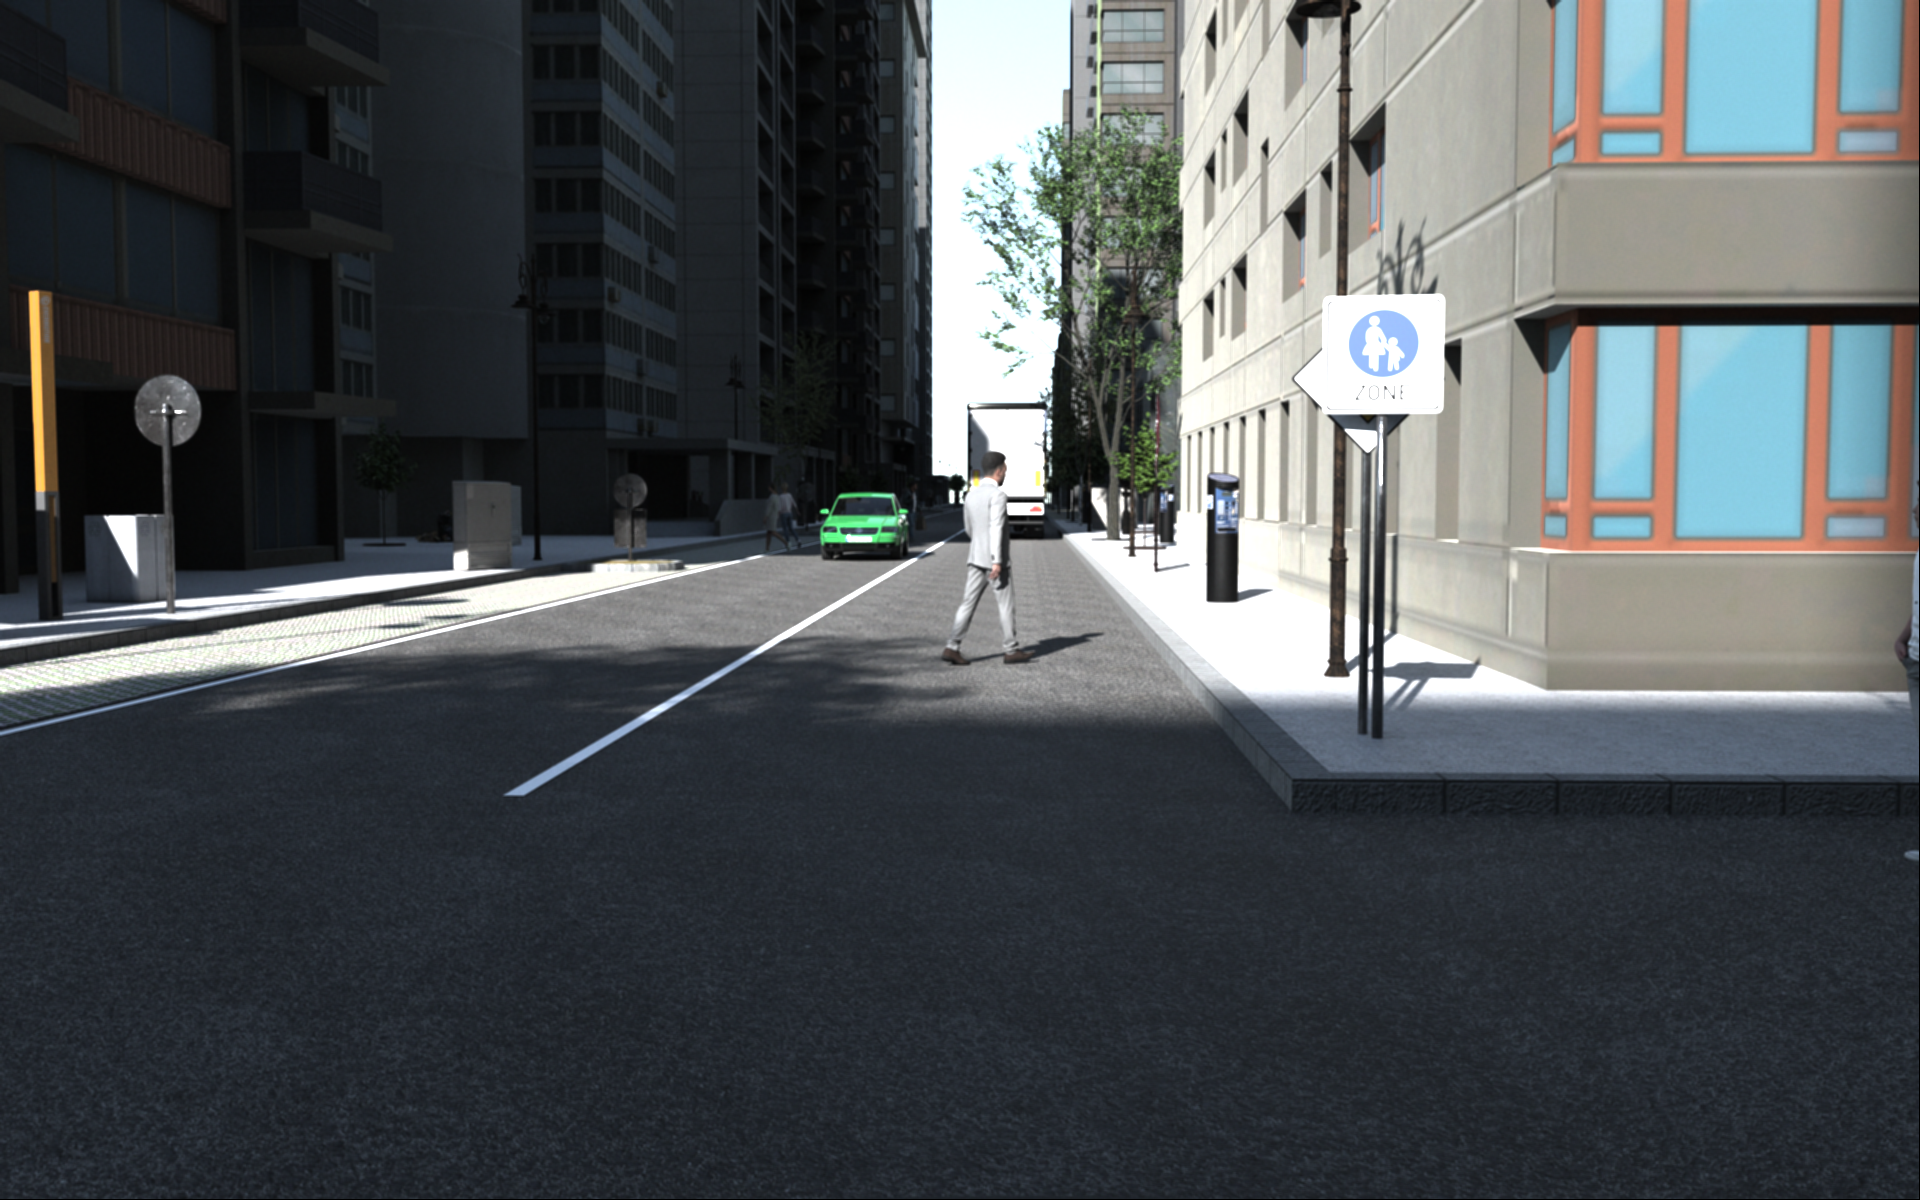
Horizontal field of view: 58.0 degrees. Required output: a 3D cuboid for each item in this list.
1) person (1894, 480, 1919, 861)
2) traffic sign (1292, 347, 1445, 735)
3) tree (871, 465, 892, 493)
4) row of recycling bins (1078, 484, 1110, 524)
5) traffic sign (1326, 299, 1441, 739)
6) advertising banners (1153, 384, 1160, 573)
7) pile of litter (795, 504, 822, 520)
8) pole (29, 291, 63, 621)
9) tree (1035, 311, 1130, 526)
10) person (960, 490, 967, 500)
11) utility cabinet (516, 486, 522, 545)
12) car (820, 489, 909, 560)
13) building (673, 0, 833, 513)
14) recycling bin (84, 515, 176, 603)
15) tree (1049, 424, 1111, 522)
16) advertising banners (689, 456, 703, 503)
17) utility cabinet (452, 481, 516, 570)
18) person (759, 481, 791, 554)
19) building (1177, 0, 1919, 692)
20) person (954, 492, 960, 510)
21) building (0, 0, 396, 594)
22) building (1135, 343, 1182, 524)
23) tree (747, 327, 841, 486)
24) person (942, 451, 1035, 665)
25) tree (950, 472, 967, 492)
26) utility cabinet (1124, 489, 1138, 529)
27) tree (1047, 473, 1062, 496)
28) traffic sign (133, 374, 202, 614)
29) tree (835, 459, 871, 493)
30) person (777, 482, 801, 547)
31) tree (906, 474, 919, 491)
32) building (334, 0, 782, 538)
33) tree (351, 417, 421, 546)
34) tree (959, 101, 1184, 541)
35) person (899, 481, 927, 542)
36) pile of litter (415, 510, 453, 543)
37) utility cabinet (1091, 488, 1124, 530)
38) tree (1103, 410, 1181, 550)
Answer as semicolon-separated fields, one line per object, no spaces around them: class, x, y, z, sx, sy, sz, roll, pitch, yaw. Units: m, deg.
person;3.821;0.273;6.641;0.523;1.515;0.503;-2;4;-34
traffic sign;2.150;-0.340;9.195;0.795;2.450;0.064;0;4;2
tree;-5.234;-7.275;113.540;1.663;3.219;1.824;0;3;0
row of recycling bins;5.974;-4.151;74.977;1.069;1.692;3.534;-1;4;-12
traffic sign;2.192;-0.422;9.033;0.606;2.300;0.079;1;4;10
advertising banners;3.248;-1.984;28.618;0.090;3.025;2.074;0;4;6
pile of litter;-7.240;-4.305;84.345;1.719;0.858;1.176;2;4;26
pole;-9.252;-1.449;17.529;0.158;3.312;0.155;0;3;0
tree;4.909;-7.346;70.463;4.737;8.622;4.395;0;3;0
person;0.611;-8.094;140.858;1.348;1.821;0.705;-1;4;-10
utility cabinet;-11.300;-2.087;42.802;0.318;1.500;1.173;1;4;21
car;-2.115;-1.849;39.035;1.959;1.807;4.718;0;4;1
building;-15.022;-43.158;143.892;20.563;71.187;20.611;0;4;2
recycling bin;-9.951;-0.503;20.772;0.722;1.027;0.722;1;4;14
tree;5.563;-5.861;79.536;4.285;4.588;4.351;0;3;0
advertising banners;-11.713;-4.900;76.310;0.090;3.025;2.074;1;4;11
utility cabinet;-8.080;-1.265;29.355;0.318;1.500;1.173;1;4;23
person;-4.404;-1.950;41.137;0.760;1.731;0.466;-1;4;-23
building;18.787;-10.940;23.904;28.899;21.520;27.650;0;4;2
person;-0.313;-9.069;158.250;0.593;1.643;0.415;-2;4;-31
building;-21.726;-22.586;23.912;22.147;44.769;28.867;0;4;2
building;19.130;-46.101;66.425;22.319;86.520;31.000;0;4;2
tree;-7.000;-7.655;75.518;4.737;8.622;4.395;0;3;0
person;0.226;-0.353;14.552;0.850;1.792;0.678;-2;4;-35
tree;-0.436;-15.968;244.792;4.285;4.588;4.351;0;3;0
utility cabinet;5.936;-3.364;63.688;1.173;1.500;0.318;2;4;27
tree;8.293;-9.828;155.288;1.663;3.219;1.824;0;3;0
traffic sign;-8.451;-1.123;18.471;0.768;2.556;0.104;0;4;6
tree;-6.127;-6.152;95.187;1.663;3.219;1.824;0;3;0
person;-4.504;-2.275;46.362;0.598;1.740;0.731;2;4;29
tree;-4.513;-10.164;160.781;1.663;3.219;1.824;0;3;0
building;-23.062;-22.423;58.491;32.217;40.220;23.993;0;4;2
tree;-14.208;-2.963;43.039;1.663;3.219;1.824;0;3;0
tree;4.103;-7.445;47.478;9.928;11.665;9.643;0;3;0
person;-1.388;-2.620;51.321;0.794;1.824;0.713;-3;5;-41
pile of litter;-14.034;-1.982;46.375;1.176;0.858;1.719;0;4;5
utility cabinet;5.189;-3.226;61.417;0.318;1.500;1.173;-3;5;-41
tree;4.421;-2.792;40.253;1.663;3.219;1.824;0;3;0
